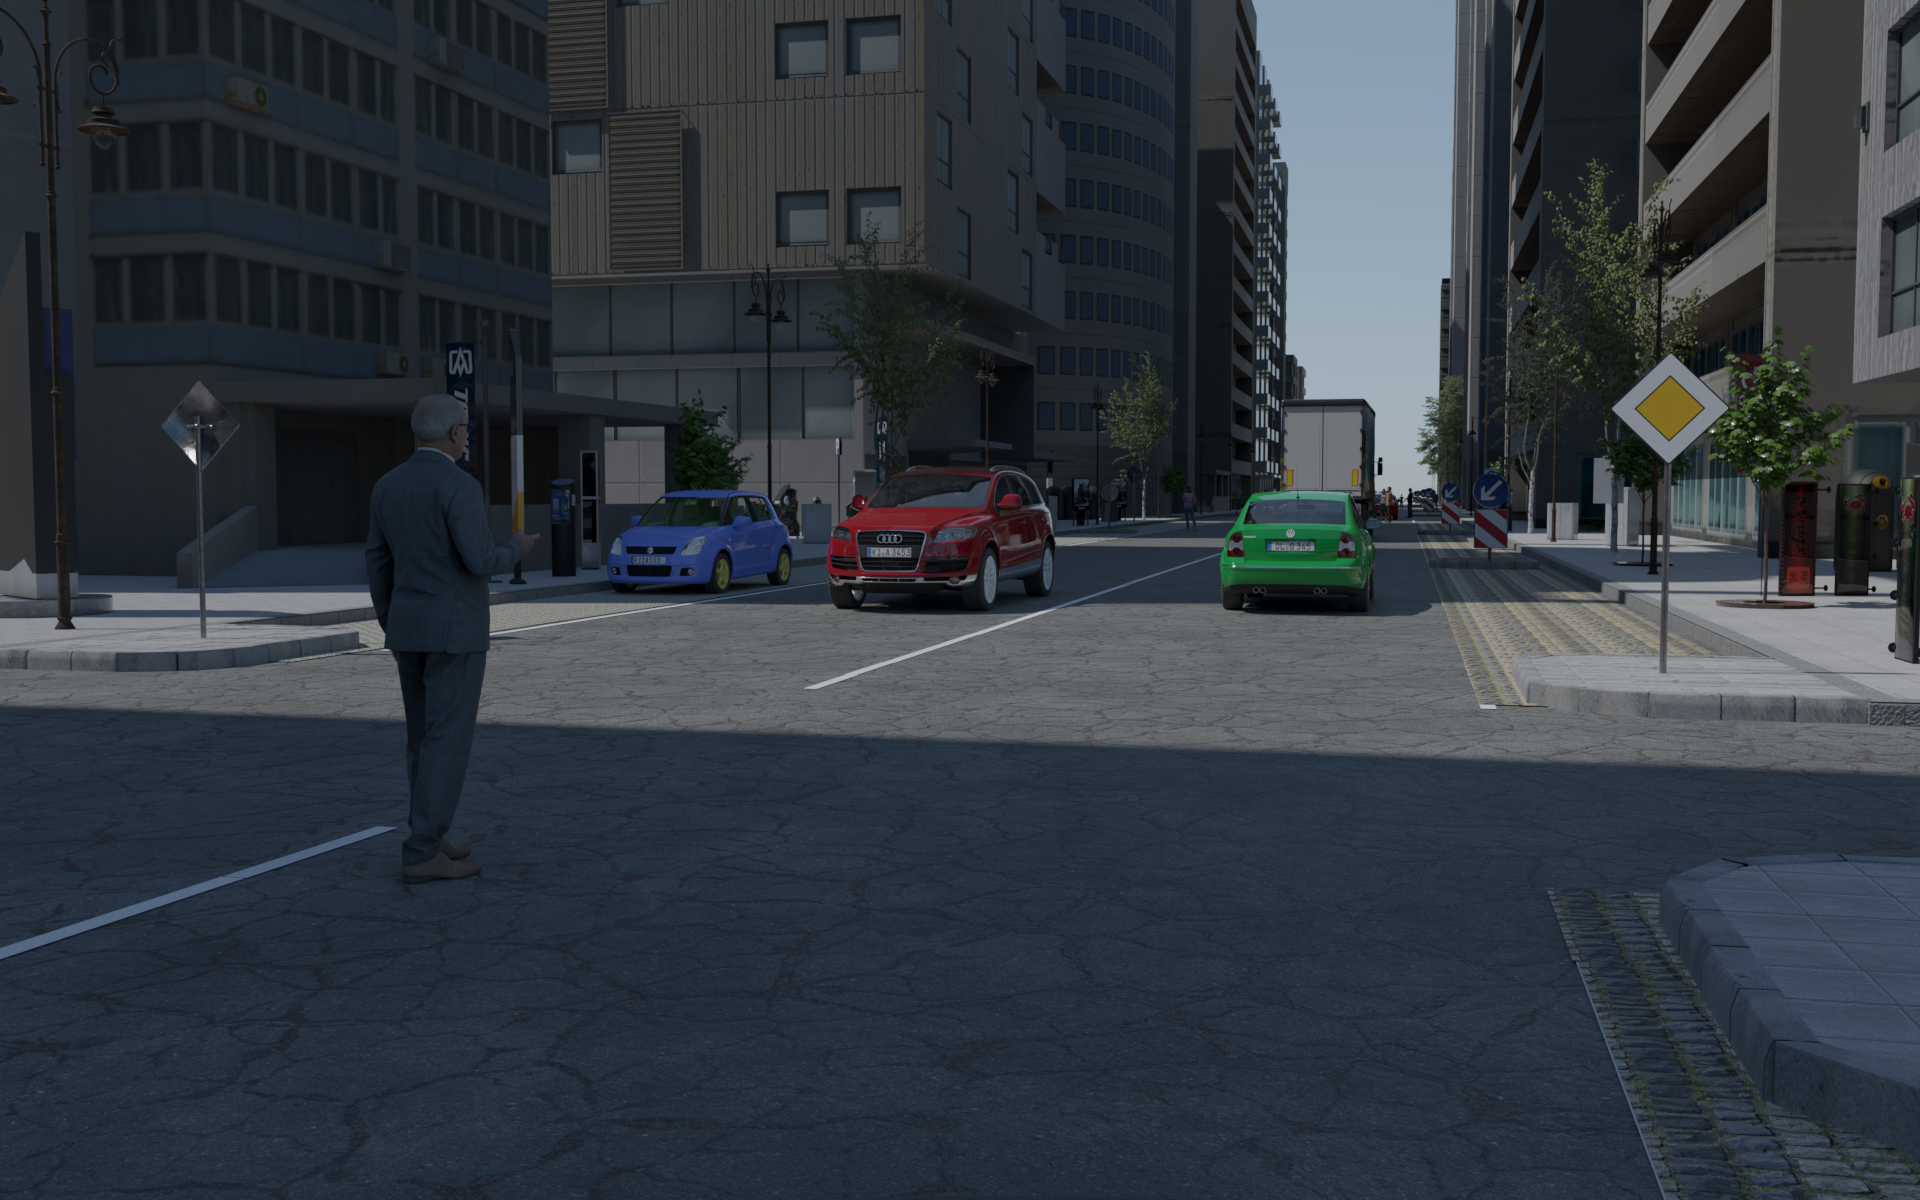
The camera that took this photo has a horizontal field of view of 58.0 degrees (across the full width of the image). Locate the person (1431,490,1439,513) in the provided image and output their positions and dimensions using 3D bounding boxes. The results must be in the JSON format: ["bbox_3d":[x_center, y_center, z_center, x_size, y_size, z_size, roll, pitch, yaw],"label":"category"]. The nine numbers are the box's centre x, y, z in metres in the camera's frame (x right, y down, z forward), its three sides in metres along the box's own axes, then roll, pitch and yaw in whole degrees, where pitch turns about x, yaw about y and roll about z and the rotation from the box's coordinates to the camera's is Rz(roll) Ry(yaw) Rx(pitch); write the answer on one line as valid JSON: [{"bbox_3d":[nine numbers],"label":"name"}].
[{"bbox_3d":[35.807,-7.414,130.638,0.541,1.710,0.530,2,4,33],"label":"person"}]

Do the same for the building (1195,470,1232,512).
[{"bbox_3d":[3.961,-26.886,131.467,32.217,40.220,23.993,1,4,14],"label":"building"}]

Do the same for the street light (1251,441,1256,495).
[{"bbox_3d":[24.939,-10.686,147.502,0.468,5.910,1.993,1,4,14],"label":"street light"}]

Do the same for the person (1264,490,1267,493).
[{"bbox_3d":[22.708,-7.284,128.531,0.756,1.711,0.436,-2,4,-27],"label":"person"}]

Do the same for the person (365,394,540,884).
[{"bbox_3d":[-1.914,0.129,6.571,0.661,1.801,0.590,2,4,33],"label":"person"}]

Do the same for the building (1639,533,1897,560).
[{"bbox_3d":[28.930,-25.491,40.472,21.300,48.544,21.600,1,4,14],"label":"building"}]

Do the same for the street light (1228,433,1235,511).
[{"bbox_3d":[20.007,-9.495,128.024,0.468,5.910,1.993,1,4,14],"label":"street light"}]

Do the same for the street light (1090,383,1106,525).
[{"bbox_3d":[5.731,-6.075,72.115,0.468,5.910,1.993,1,4,14],"label":"street light"}]

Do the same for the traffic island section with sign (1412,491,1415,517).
[{"bbox_3d":[29.457,-6.152,109.210,1.989,1.847,2.006,1,4,14],"label":"traffic island section with sign"}]

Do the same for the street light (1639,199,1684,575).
[{"bbox_3d":[11.059,-3.344,27.457,0.468,5.910,1.993,1,4,14],"label":"street light"}]

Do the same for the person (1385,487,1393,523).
[{"bbox_3d":[21.588,-4.808,87.208,0.705,1.812,1.348,1,4,11],"label":"person"}]

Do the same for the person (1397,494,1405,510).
[{"bbox_3d":[40.028,-8.887,157.054,1.065,1.426,0.557,0,4,-1],"label":"person"}]

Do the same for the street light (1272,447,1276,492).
[{"bbox_3d":[30.897,-12.109,170.770,0.468,5.910,1.993,1,4,14],"label":"street light"}]

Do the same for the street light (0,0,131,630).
[{"bbox_3d":[-8.502,-2.660,16.273,0.468,5.910,1.993,1,4,14],"label":"street light"}]

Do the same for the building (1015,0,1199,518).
[{"bbox_3d":[2.236,-34.401,104.460,21.231,58.520,28.212,1,4,14],"label":"building"}]

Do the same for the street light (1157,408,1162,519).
[{"bbox_3d":[10.414,-7.199,90.490,0.468,5.910,1.993,1,4,14],"label":"street light"}]

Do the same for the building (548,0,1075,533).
[{"bbox_3d":[-10.892,-29.417,70.213,28.713,52.752,27.495,1,4,14],"label":"building"}]

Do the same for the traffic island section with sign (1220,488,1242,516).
[{"bbox_3d":[17.884,-6.312,111.832,1.989,1.847,2.006,1,4,14],"label":"traffic island section with sign"}]

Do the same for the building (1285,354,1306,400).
[{"bbox_3d":[31.383,-23.655,231.797,27.650,21.520,28.899,1,4,14],"label":"building"}]

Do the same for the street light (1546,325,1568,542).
[{"bbox_3d":[15.870,-4.486,46.136,0.468,5.910,1.993,1,4,14],"label":"street light"}]

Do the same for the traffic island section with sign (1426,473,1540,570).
[{"bbox_3d":[10.186,-1.535,33.732,1.989,1.847,2.006,1,4,14],"label":"traffic island section with sign"}]

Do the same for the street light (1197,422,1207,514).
[{"bbox_3d":[15.259,-8.359,109.457,0.468,5.910,1.993,1,4,14],"label":"street light"}]

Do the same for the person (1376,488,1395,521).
[{"bbox_3d":[22.431,-5.044,91.762,1.217,1.735,0.721,2,4,26],"label":"person"}]

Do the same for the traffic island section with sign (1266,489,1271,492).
[{"bbox_3d":[24.548,-7.910,137.954,1.989,1.847,2.006,1,4,14],"label":"traffic island section with sign"}]

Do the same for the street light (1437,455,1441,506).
[{"bbox_3d":[50.522,-12.801,182.091,0.468,5.910,1.993,1,4,14],"label":"street light"}]

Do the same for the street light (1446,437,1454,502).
[{"bbox_3d":[39.744,-10.208,139.689,0.468,5.910,1.993,1,4,14],"label":"street light"}]

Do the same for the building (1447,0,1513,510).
[{"bbox_3d":[63.302,-39.302,184.591,21.231,58.520,28.212,1,4,14],"label":"building"}]

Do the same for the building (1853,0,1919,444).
[{"bbox_3d":[17.933,-14.949,16.112,14.107,30.474,14.160,1,4,14],"label":"building"}]

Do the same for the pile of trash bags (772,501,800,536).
[{"bbox_3d":[-6.683,-2.628,52.720,3.447,1.369,1.912,-2,4,-23],"label":"pile of trash bags"}]

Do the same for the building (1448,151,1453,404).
[{"bbox_3d":[70.661,-35.848,209.824,21.300,48.544,21.600,1,4,14],"label":"building"}]

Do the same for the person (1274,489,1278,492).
[{"bbox_3d":[16.234,-4.861,88.902,0.541,1.710,0.530,-1,4,-21],"label":"person"}]

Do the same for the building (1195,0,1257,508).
[{"bbox_3d":[14.325,-32.348,152.590,21.300,48.544,21.600,1,4,14],"label":"building"}]

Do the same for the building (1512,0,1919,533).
[{"bbox_3d":[34.368,-27.335,70.629,21.300,48.544,21.600,1,4,14],"label":"building"}]

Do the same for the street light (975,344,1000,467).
[{"bbox_3d":[0.850,-4.933,53.444,0.468,5.910,1.993,1,4,14],"label":"street light"}]

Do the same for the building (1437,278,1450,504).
[{"bbox_3d":[70.807,-28.023,229.884,14.160,30.474,14.107,1,4,14],"label":"building"}]

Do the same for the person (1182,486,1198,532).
[{"bbox_3d":[8.825,-3.496,66.246,0.593,1.750,0.643,0,4,-2],"label":"person"}]

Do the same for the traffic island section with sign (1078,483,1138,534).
[{"bbox_3d":[5.426,-3.331,63.093,1.989,1.847,2.006,1,4,14],"label":"traffic island section with sign"}]

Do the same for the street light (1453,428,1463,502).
[{"bbox_3d":[34.919,-9.063,120.968,0.468,5.910,1.993,1,4,14],"label":"street light"}]

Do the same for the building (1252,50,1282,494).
[{"bbox_3d":[22.872,-34.752,187.810,23.786,49.044,30.456,1,4,14],"label":"building"}]

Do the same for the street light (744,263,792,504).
[{"bbox_3d":[-3.839,-3.797,34.861,0.468,5.910,1.993,1,4,14],"label":"street light"}]

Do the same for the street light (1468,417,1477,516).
[{"bbox_3d":[30.262,-7.926,102.377,0.468,5.910,1.993,1,4,14],"label":"street light"}]

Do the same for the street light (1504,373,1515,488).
[{"bbox_3d":[20.767,-5.670,65.491,0.468,5.910,1.993,1,4,14],"label":"street light"}]

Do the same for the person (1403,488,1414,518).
[{"bbox_3d":[27.170,-5.881,104.666,0.705,1.822,1.348,-1,4,-10],"label":"person"}]

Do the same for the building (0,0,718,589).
[{"bbox_3d":[-22.040,-20.918,33.896,32.217,40.220,23.993,1,4,14],"label":"building"}]

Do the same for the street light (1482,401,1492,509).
[{"bbox_3d":[25.582,-6.817,84.247,0.468,5.910,1.993,1,4,14],"label":"street light"}]

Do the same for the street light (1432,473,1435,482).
[{"bbox_3d":[55.510,-13.980,201.367,0.468,5.910,1.993,1,4,14],"label":"street light"}]

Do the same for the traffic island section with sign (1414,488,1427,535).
[{"bbox_3d":[17.071,-3.186,60.724,1.989,1.847,2.006,1,4,14],"label":"traffic island section with sign"}]

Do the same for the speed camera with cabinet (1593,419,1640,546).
[{"bbox_3d":[16.157,-2.952,42.597,0.660,3.252,2.038,3,4,36],"label":"speed camera with cabinet"}]

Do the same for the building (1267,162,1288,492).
[{"bbox_3d":[31.813,-32.132,208.948,14.154,41.232,14.086,1,4,14],"label":"building"}]

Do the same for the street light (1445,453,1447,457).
[{"bbox_3d":[44.528,-11.343,158.247,0.468,5.910,1.993,1,4,14],"label":"street light"}]
